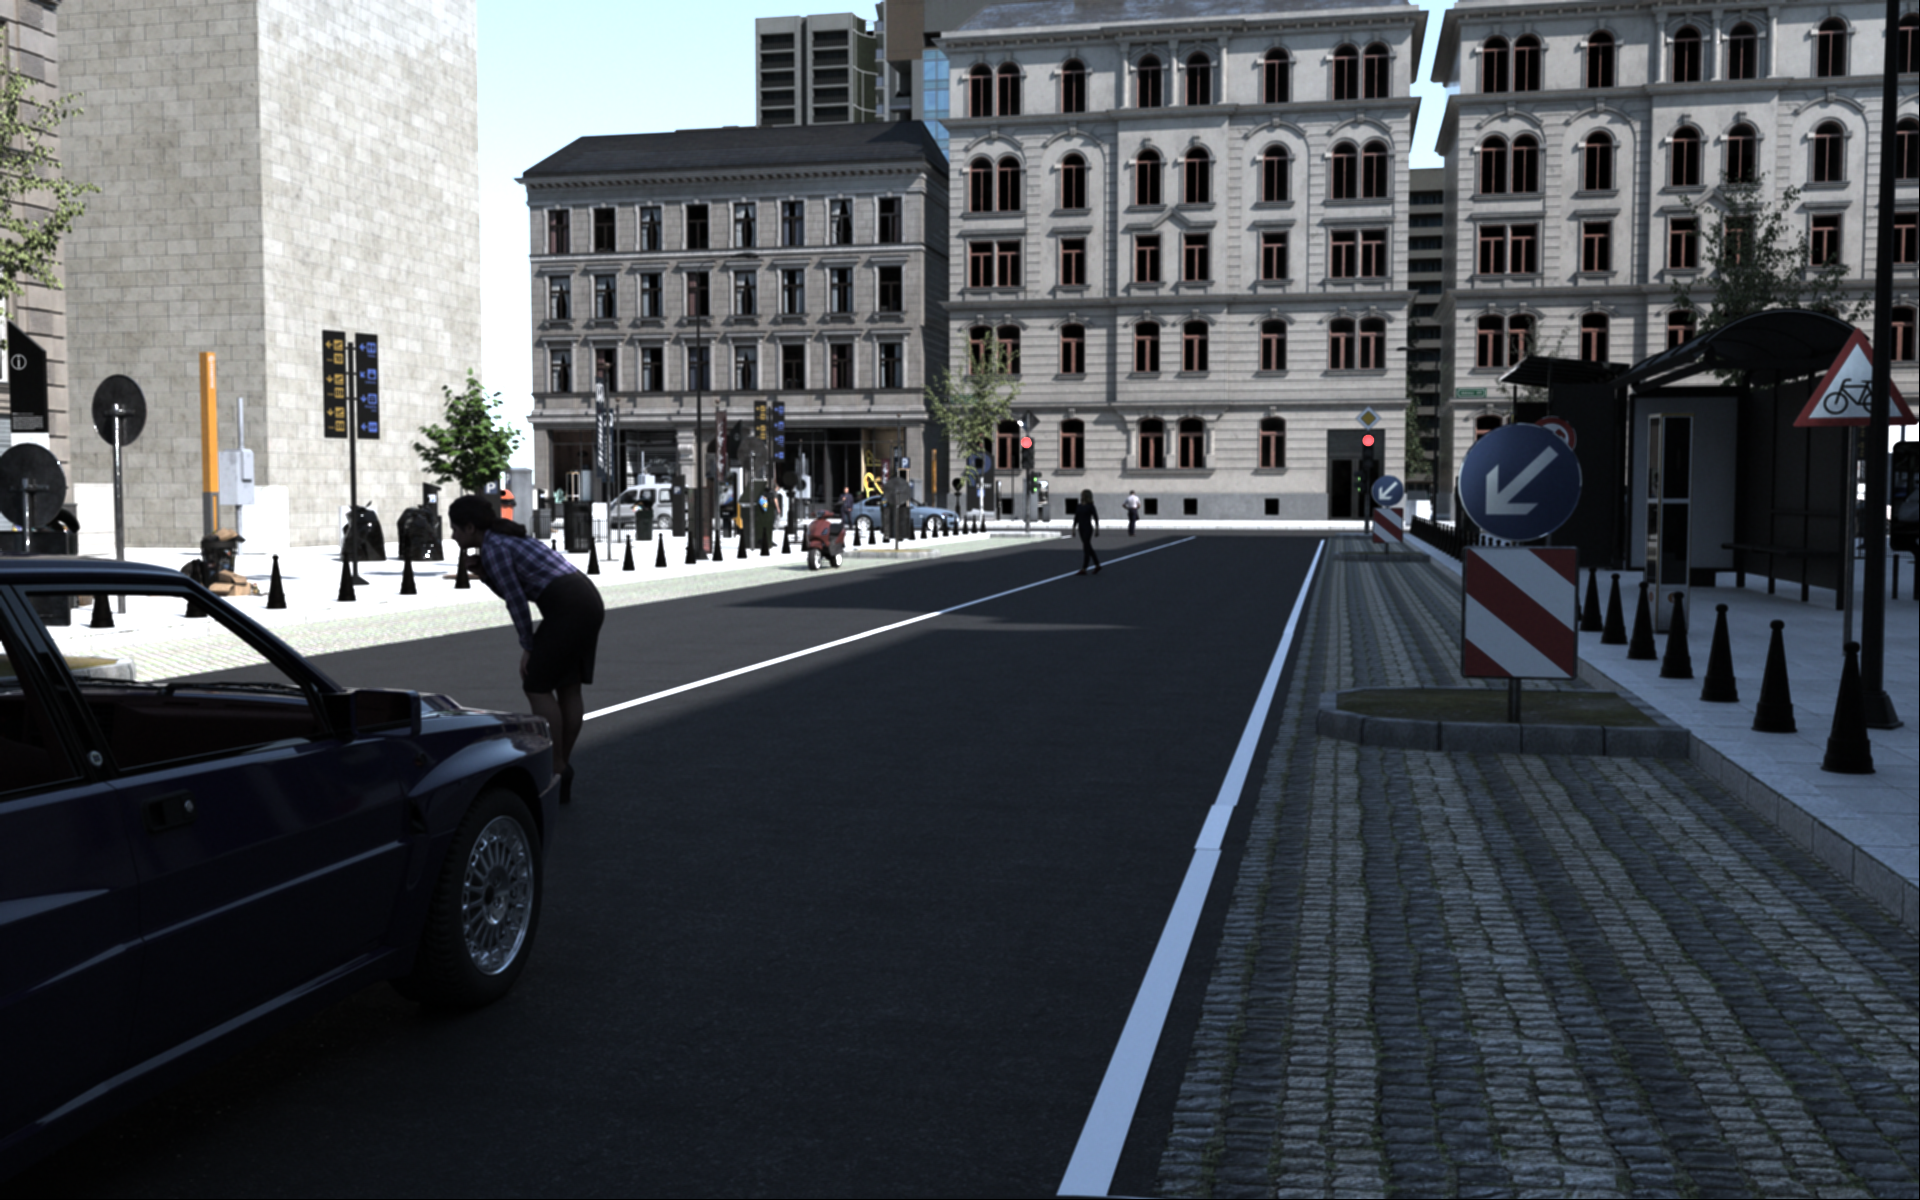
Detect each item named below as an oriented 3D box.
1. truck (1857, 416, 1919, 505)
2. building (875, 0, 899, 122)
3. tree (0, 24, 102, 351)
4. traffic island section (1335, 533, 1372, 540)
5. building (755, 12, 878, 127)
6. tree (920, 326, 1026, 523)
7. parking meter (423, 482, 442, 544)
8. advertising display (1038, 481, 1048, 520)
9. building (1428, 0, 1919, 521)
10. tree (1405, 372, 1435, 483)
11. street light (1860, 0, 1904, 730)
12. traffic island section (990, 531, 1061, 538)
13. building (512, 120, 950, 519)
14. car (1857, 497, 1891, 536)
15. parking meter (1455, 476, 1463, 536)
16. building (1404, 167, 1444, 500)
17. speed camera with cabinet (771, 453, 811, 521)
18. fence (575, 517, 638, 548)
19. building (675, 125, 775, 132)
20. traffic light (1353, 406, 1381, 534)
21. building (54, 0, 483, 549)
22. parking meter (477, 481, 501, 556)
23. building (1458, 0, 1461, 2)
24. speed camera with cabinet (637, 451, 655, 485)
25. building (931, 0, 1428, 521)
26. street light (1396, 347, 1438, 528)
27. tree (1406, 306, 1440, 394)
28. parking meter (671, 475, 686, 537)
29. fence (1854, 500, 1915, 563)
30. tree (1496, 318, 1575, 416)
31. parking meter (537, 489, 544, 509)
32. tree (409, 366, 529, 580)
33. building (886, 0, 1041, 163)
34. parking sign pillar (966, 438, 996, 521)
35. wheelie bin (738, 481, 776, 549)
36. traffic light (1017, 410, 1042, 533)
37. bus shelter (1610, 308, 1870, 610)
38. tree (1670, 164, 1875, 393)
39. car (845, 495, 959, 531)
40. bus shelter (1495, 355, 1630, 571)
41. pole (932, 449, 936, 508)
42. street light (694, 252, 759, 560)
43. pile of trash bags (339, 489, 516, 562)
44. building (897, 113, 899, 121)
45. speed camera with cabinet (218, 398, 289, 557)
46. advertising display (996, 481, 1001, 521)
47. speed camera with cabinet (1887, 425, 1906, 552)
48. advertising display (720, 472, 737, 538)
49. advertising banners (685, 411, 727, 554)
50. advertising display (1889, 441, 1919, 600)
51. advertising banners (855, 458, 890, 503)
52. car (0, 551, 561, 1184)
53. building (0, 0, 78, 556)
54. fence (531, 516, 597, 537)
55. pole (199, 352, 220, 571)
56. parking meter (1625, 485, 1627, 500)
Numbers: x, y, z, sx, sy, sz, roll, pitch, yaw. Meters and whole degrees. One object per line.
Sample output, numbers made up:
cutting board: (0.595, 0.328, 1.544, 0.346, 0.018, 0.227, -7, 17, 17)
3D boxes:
truck: (34.679, -4.551, 63.327, 11.283, 4.237, 2.839, 1, 4, 13)
building: (5.179, -40.066, 197.078, 28.212, 58.520, 21.231, 1, 4, 12)
tree: (-15.488, -4.657, 26.512, 4.737, 8.622, 4.395, 0, 3, 0)
traffic island section: (13.020, -2.022, 55.345, 2.009, 0.180, 2.903, 1, 4, 12)
building: (-18.291, -50.343, 261.359, 20.611, 71.187, 20.563, 1, 4, 12)
tree: (0.704, -7.648, 75.401, 4.737, 8.622, 4.395, 0, 3, 0)
parking meter: (-11.220, -1.739, 36.846, 0.372, 1.533, 0.369, 0, 3, 0)
advertising display: (3.823, -4.827, 84.139, 0.974, 1.923, 0.123, -2, 4, -25)
building: (35.234, -18.154, 84.203, 23.554, 28.519, 14.401, 1, 4, 12)
tree: (36.491, -14.201, 149.196, 9.611, 12.733, 9.660, 0, 3, 0)
street light: (4.519, -2.263, 9.545, 1.470, 5.913, 1.316, 1, 4, 12)
traffic island section: (2.235, -2.167, 57.708, 2.009, 0.180, 2.903, 1, 4, 12)
building: (-20.345, -14.927, 94.974, 40.483, 20.767, 10.553, 1, 4, 12)
car: (28.799, -2.751, 57.341, 4.827, 1.381, 2.083, 1, 4, 12)
parking meter: (14.090, -2.619, 48.532, 0.399, 1.863, 0.255, 3, 5, 44)
building: (58.570, -38.037, 245.607, 21.600, 48.544, 21.300, 1, 4, 12)
speed camera with cabinet: (-8.297, -5.482, 83.962, 2.038, 3.252, 0.660, 1, 4, 12)
fence: (-8.251, -1.532, 40.421, 0.278, 0.683, 2.069, 2, 4, 26)
building: (-28.694, -34.107, 207.759, 14.200, 45.320, 14.600, 1, 4, 12)
traffic light: (12.983, -4.056, 55.239, 0.839, 4.253, 0.868, 1, 4, 12)
building: (-23.145, -11.733, 46.582, 16.860, 20.320, 10.420, 1, 4, 12)
parking meter: (-8.271, -1.509, 30.383, 0.399, 1.863, 0.255, -2, 4, -30)
building: (79.115, -49.041, 240.079, 20.611, 71.187, 20.563, 1, 4, 12)
speed camera with cabinet: (-14.127, -5.244, 80.074, 0.660, 3.252, 2.038, -3, 5, -42)
building: (11.550, -18.470, 89.380, 23.554, 28.519, 14.401, 1, 4, 12)
street light: (14.454, -5.023, 54.672, 1.470, 5.913, 1.316, 1, 4, 12)
tree: (43.219, -19.485, 174.475, 12.611, 20.169, 13.585, 0, 3, 0)
parking meter: (-8.439, -2.824, 51.883, 0.399, 1.863, 0.255, 1, 4, 10)
fence: (17.845, -1.345, 33.193, 0.480, 1.192, 2.264, 0, 4, -3)
tree: (24.229, -7.417, 71.628, 4.360, 8.622, 3.978, 0, 3, 0)
parking meter: (-19.627, -4.455, 81.249, 0.372, 1.533, 0.369, 0, 3, 0)
tree: (-7.485, -1.936, 26.248, 1.663, 3.219, 1.824, 0, 3, 0)
building: (2.399, -30.786, 153.455, 14.600, 45.320, 14.200, 1, 4, 12)
parking sign pillar: (0.968, -5.721, 82.016, 1.447, 3.967, 1.447, 0, 4, -3)
wheelie bin: (-4.768, -2.005, 40.692, 0.980, 1.594, 0.693, 3, 5, 40)
traffic light: (2.272, -4.198, 57.565, 0.839, 4.253, 0.868, 1, 4, 12)
bus shelter: (9.554, -1.690, 21.559, 2.014, 3.302, 5.546, 1, 4, 12)
tree: (17.881, -5.405, 38.740, 4.737, 8.622, 4.395, 0, 3, 0)
car: (-2.261, -3.317, 66.238, 4.499, 1.417, 2.014, 1, 4, 11)
bus shelter: (11.084, -2.503, 32.207, 1.731, 3.624, 6.357, 1, 4, 12)
pole: (-1.188, -5.215, 79.115, 0.158, 3.312, 0.155, 0, 3, 0)
street light: (-4.537, -3.727, 33.475, 1.470, 5.913, 1.316, 1, 4, 12)
pile of trash bags: (-10.367, -1.462, 33.649, 3.447, 1.369, 1.912, 0, 4, -5)
building: (-1.512, -29.486, 173.979, 32.217, 40.220, 23.993, 1, 4, 12)
speed camera with cabinet: (-14.879, -2.569, 36.339, 0.660, 3.252, 2.038, 0, 4, 6)
advertising display: (1.860, -4.800, 83.699, 0.123, 1.923, 0.974, 1, 4, 8)
speed camera with cabinet: (21.581, -2.716, 38.739, 2.038, 3.252, 0.660, 0, 4, -6)
advertising display: (-6.819, -2.782, 50.695, 0.123, 1.923, 0.974, -3, 4, -38)
advertising banners: (-5.461, -2.512, 37.254, 0.090, 3.025, 2.074, -2, 4, -33)
advertising display: (11.689, -0.953, 20.794, 0.123, 1.923, 0.974, -2, 4, -35)
advertising banners: (-4.329, -5.473, 85.664, 2.074, 3.025, 0.090, 2, 4, 30)
car: (-2.353, 0.533, 3.868, 1.945, 1.354, 3.894, 1, 4, 11)
building: (-25.369, -13.774, 22.475, 12.463, 27.353, 25.104, 1, 4, 12)
fence: (-10.676, -1.922, 46.795, 2.069, 0.683, 0.278, 1, 4, 12)
pole: (-10.820, -1.905, 24.995, 0.158, 3.312, 0.155, 0, 3, 0)
parking meter: (15.837, -2.026, 41.541, 0.372, 1.533, 0.369, 0, 3, 0)
